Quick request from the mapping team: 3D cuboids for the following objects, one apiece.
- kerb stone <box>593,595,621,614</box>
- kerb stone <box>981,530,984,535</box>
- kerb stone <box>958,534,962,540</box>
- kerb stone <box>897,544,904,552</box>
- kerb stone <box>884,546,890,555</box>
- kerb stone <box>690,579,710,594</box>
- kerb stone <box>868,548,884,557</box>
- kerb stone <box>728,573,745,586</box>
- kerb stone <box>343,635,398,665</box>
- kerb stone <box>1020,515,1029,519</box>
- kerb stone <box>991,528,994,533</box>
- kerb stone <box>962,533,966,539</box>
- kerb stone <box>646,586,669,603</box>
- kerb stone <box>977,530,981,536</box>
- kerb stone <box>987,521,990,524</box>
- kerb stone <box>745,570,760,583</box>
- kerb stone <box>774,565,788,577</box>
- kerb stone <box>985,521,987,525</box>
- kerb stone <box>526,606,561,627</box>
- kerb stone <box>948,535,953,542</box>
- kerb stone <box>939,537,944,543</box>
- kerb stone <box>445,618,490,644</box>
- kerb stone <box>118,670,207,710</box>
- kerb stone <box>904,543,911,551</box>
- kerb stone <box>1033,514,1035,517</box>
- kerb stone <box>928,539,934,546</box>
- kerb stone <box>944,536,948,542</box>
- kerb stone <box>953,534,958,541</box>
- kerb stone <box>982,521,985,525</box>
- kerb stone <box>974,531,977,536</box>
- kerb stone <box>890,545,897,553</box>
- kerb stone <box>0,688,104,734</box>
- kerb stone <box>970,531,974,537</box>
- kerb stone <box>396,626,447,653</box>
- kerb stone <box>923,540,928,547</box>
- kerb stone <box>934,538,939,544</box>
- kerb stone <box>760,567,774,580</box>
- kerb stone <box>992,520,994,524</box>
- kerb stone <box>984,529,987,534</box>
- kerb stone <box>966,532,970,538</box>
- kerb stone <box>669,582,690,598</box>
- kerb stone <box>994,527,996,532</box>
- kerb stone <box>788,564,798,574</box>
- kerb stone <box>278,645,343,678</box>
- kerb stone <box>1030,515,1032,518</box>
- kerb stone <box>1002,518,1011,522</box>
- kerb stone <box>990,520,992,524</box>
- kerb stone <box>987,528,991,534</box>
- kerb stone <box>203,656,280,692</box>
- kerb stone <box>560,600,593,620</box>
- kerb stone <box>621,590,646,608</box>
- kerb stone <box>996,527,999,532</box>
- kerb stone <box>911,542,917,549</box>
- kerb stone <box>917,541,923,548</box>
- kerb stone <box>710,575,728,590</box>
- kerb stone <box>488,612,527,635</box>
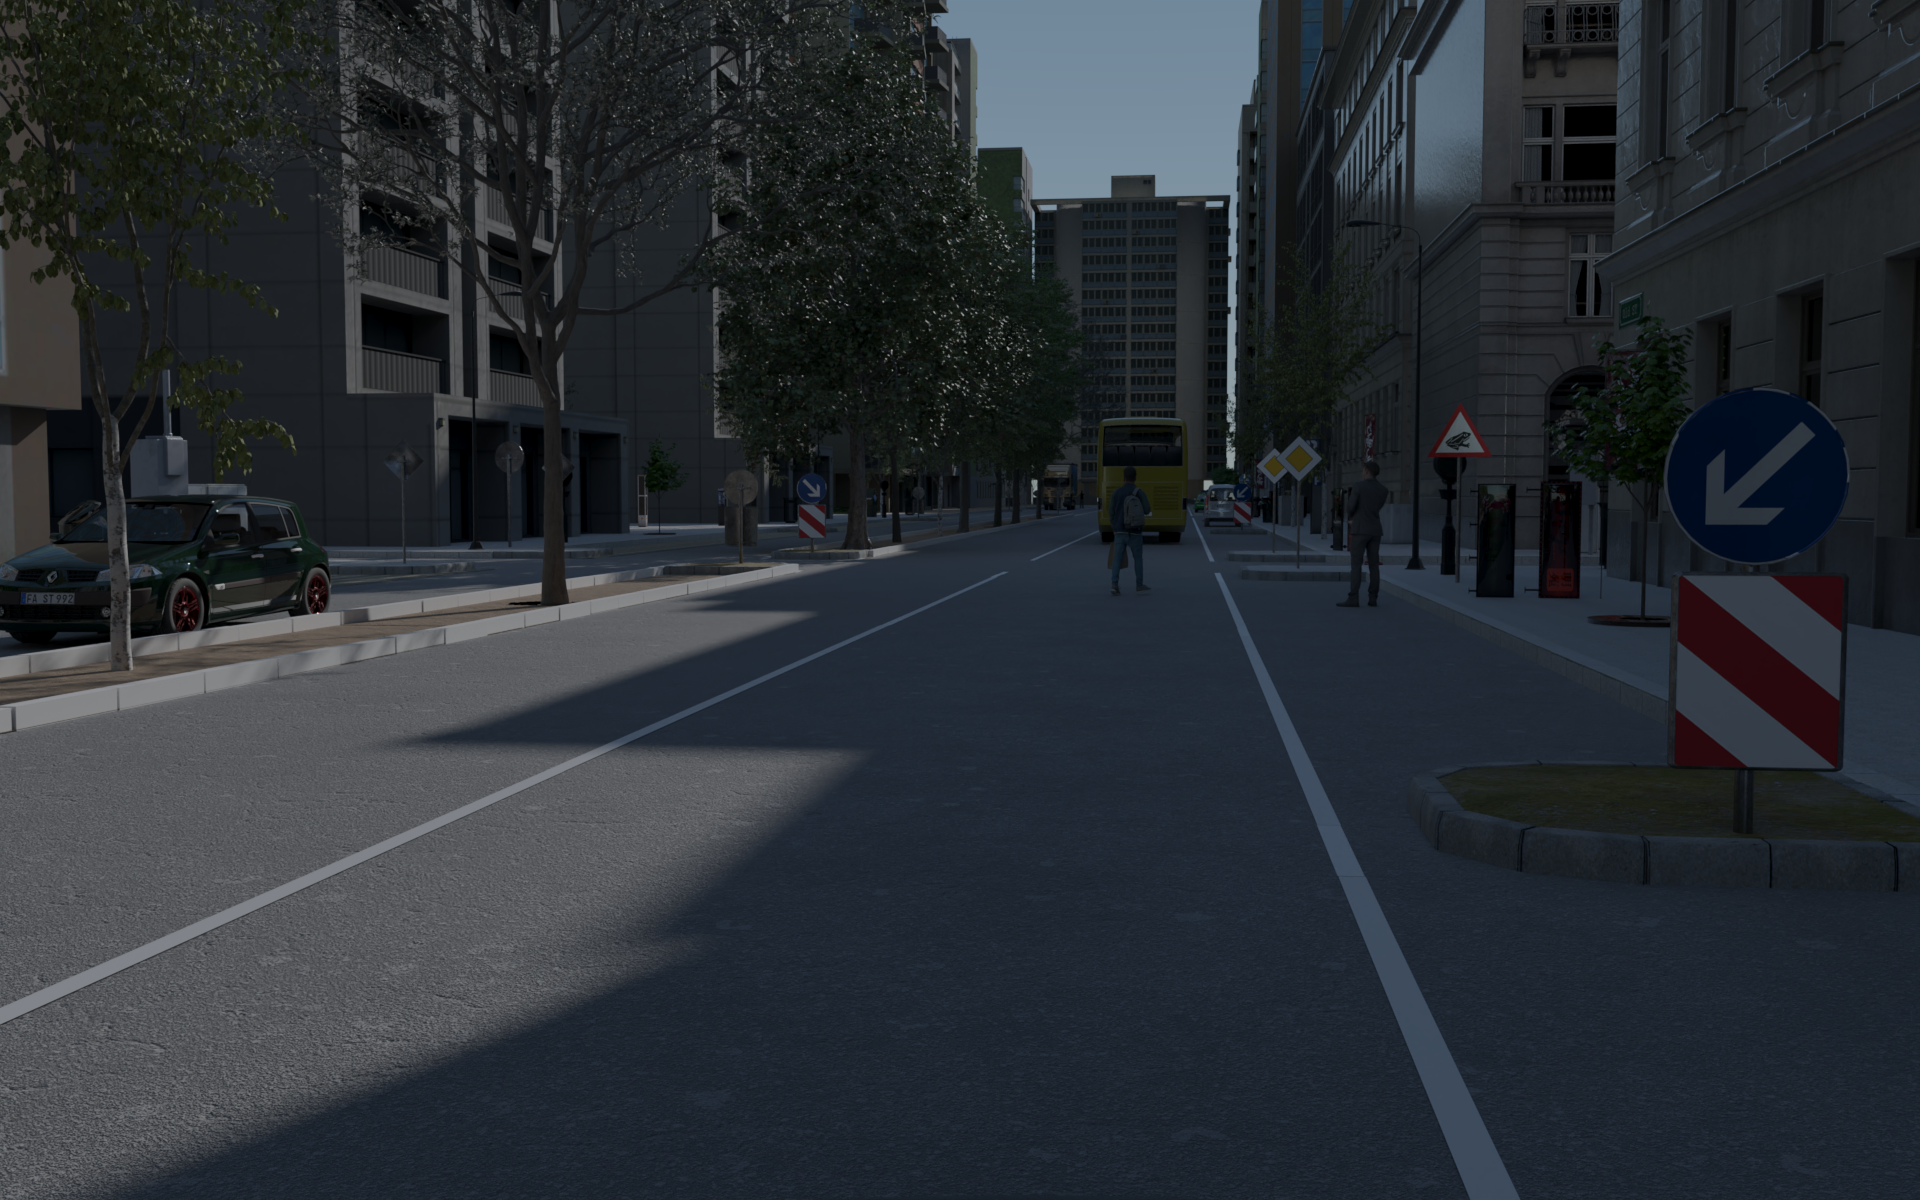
[{"bbox_3d":[-4.389,0.065,21.138,0.120,0.150,1.000,0,4,7],"label":"kerb stone"},{"bbox_3d":[0.637,-2.333,60.341,0.120,0.150,1.000,0,4,7],"label":"kerb stone"},{"bbox_3d":[-0.145,-1.960,54.236,0.120,0.150,1.000,0,4,7],"label":"kerb stone"},{"bbox_3d":[-1.588,-1.269,43.033,0.120,0.150,1.000,0,4,7],"label":"kerb stone"},{"bbox_3d":[-1.851,-1.149,40.989,0.120,0.150,1.000,0,4,7],"label":"kerb stone"},{"bbox_3d":[-3.870,-0.184,25.206,0.120,0.150,1.000,0,4,7],"label":"kerb stone"},{"bbox_3d":[-1.967,-1.087,39.972,0.120,0.150,1.000,0,4,7],"label":"kerb stone"},{"bbox_3d":[-3.607,-0.309,27.242,0.120,0.150,1.000,0,4,7],"label":"kerb stone"},{"bbox_3d":[-5.182,0.443,15.020,0.120,0.150,1.000,0,4,7],"label":"kerb stone"},{"bbox_3d":[3.770,-4.835,101.244,0.120,0.150,1.000,0,4,7],"label":"kerb stone"},{"bbox_3d":[1.023,-2.520,63.392,0.120,0.150,1.000,0,4,7],"label":"kerb stone"},{"bbox_3d":[-0.011,-2.022,55.252,0.120,0.150,1.000,0,4,7],"label":"kerb stone"},{"bbox_3d":[-4.135,-0.060,23.171,0.120,0.150,1.000,0,4,7],"label":"kerb stone"},{"bbox_3d":[0.501,-2.271,59.321,0.120,0.150,1.000,0,4,7],"label":"kerb stone"},{"bbox_3d":[1.159,-3.593,80.934,0.120,0.150,1.000,0,4,7],"label":"kerb stone"},{"bbox_3d":[-3.485,-0.366,28.257,0.120,0.150,1.000,0,4,7],"label":"kerb stone"},{"bbox_3d":[-3.217,-0.495,30.292,0.120,0.150,1.000,0,4,7],"label":"kerb stone"},{"bbox_3d":[1.029,-3.526,79.913,0.120,0.150,1.000,0,4,7],"label":"kerb stone"},{"bbox_3d":[-4.659,0.190,19.092,0.120,0.150,1.000,0,4,7],"label":"kerb stone"},{"bbox_3d":[-0.414,-1.835,52.194,0.120,0.150,1.000,0,4,7],"label":"kerb stone"},{"bbox_3d":[-0.674,-1.707,50.153,0.120,0.150,1.000,0,4,7],"label":"kerb stone"},{"bbox_3d":[-4.908,0.315,17.048,0.120,0.150,1.000,0,4,7],"label":"kerb stone"},{"bbox_3d":[-5.563,0.625,11.974,0.120,0.150,1.000,0,4,7],"label":"kerb stone"},{"bbox_3d":[-1.456,-1.335,44.049,0.120,0.150,1.000,0,4,7],"label":"kerb stone"},{"bbox_3d":[4.288,-5.080,105.316,0.120,0.150,1.000,0,4,7],"label":"kerb stone"},{"bbox_3d":[-0.936,-1.585,48.114,0.120,0.150,1.000,0,4,7],"label":"kerb stone"},{"bbox_3d":[-0.545,-1.772,51.167,0.120,0.150,1.000,0,4,7],"label":"kerb stone"},{"bbox_3d":[-0.273,-1.898,53.222,0.120,0.150,1.000,0,4,7],"label":"kerb stone"},{"bbox_3d":[0.898,-3.466,78.899,0.120,0.150,1.000,0,4,7],"label":"kerb stone"},{"bbox_3d":[0.366,-2.208,58.303,0.120,0.150,1.000,0,4,7],"label":"kerb stone"},{"bbox_3d":[-1.718,-1.212,42.005,0.120,0.150,1.000,0,4,7],"label":"kerb stone"},{"bbox_3d":[-5.695,0.687,10.961,0.120,0.150,1.000,0,4,7],"label":"kerb stone"},{"bbox_3d":[0.248,-2.143,57.287,0.120,0.150,1.000,0,4,7],"label":"kerb stone"},{"bbox_3d":[-5.046,0.377,16.033,0.120,0.150,1.000,0,4,7],"label":"kerb stone"},{"bbox_3d":[-1.061,-1.521,47.095,0.120,0.150,1.000,0,4,7],"label":"kerb stone"},{"bbox_3d":[-0.803,-1.648,49.134,0.120,0.150,1.000,0,4,7],"label":"kerb stone"},{"bbox_3d":[-3.354,-0.429,29.274,0.120,0.150,1.000,0,4,7],"label":"kerb stone"},{"bbox_3d":[1.411,-3.715,82.967,0.120,0.150,1.000,0,4,7],"label":"kerb stone"},{"bbox_3d":[0.761,-2.392,61.362,0.120,0.150,1.000,0,4,7],"label":"kerb stone"},{"bbox_3d":[0.112,-2.084,56.269,0.120,0.150,1.000,0,4,7],"label":"kerb stone"},{"bbox_3d":[-4.010,-0.122,24.192,0.120,0.150,1.000,0,4,7],"label":"kerb stone"},{"bbox_3d":[1.150,-2.580,64.407,0.120,0.150,1.000,0,4,7],"label":"kerb stone"},{"bbox_3d":[-3.089,-0.557,31.306,0.120,0.150,1.000,0,4,7],"label":"kerb stone"},{"bbox_3d":[-5.305,0.501,14.003,0.120,0.150,1.000,0,4,7],"label":"kerb stone"},{"bbox_3d":[4.026,-4.958,103.279,0.120,0.150,1.000,0,4,7],"label":"kerb stone"},{"bbox_3d":[2.467,-4.214,91.102,0.120,0.150,1.000,0,4,7],"label":"kerb stone"},{"bbox_3d":[1.291,-3.653,81.948,0.120,0.150,1.000,0,4,7],"label":"kerb stone"},{"bbox_3d":[0.895,-2.450,62.376,0.120,0.150,1.000,0,4,7],"label":"kerb stone"},{"bbox_3d":[-5.433,0.563,12.988,0.120,0.150,1.000,0,4,7],"label":"kerb stone"},{"bbox_3d":[-4.519,0.128,20.108,0.120,0.150,1.000,0,4,7],"label":"kerb stone"},{"bbox_3d":[-4.264,0.005,22.152,0.120,0.150,1.000,0,4,7],"label":"kerb stone"},{"bbox_3d":[1.284,-2.642,65.420,0.120,0.150,1.000,0,4,7],"label":"kerb stone"},{"bbox_3d":[-1.325,-1.399,45.068,0.120,0.150,1.000,0,4,7],"label":"kerb stone"},{"bbox_3d":[-1.192,-1.452,46.082,0.120,0.150,1.000,0,4,7],"label":"kerb stone"},{"bbox_3d":[-3.738,-0.244,26.224,0.120,0.150,1.000,0,4,7],"label":"kerb stone"},{"bbox_3d":[-4.793,0.253,18.072,0.120,0.150,1.000,0,4,7],"label":"kerb stone"}]
